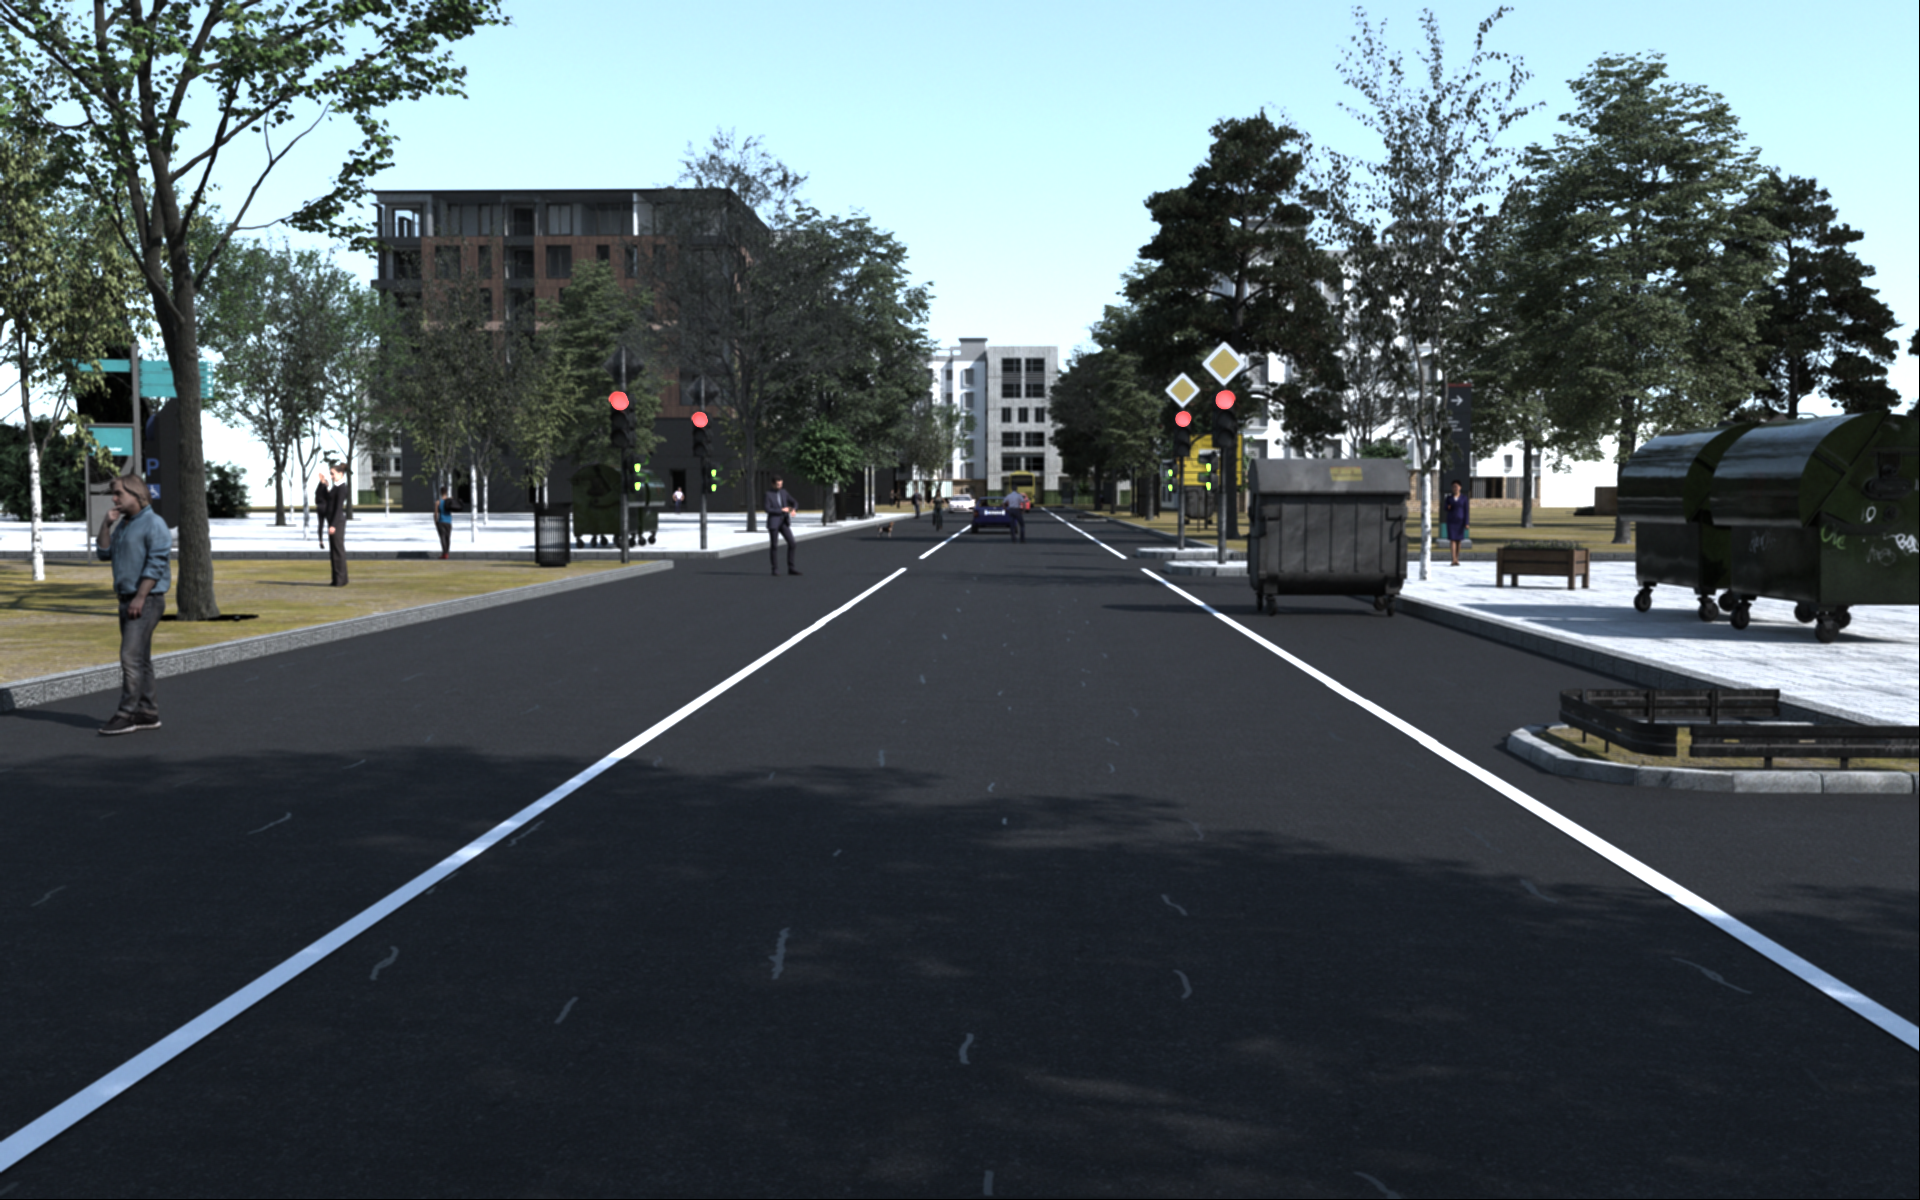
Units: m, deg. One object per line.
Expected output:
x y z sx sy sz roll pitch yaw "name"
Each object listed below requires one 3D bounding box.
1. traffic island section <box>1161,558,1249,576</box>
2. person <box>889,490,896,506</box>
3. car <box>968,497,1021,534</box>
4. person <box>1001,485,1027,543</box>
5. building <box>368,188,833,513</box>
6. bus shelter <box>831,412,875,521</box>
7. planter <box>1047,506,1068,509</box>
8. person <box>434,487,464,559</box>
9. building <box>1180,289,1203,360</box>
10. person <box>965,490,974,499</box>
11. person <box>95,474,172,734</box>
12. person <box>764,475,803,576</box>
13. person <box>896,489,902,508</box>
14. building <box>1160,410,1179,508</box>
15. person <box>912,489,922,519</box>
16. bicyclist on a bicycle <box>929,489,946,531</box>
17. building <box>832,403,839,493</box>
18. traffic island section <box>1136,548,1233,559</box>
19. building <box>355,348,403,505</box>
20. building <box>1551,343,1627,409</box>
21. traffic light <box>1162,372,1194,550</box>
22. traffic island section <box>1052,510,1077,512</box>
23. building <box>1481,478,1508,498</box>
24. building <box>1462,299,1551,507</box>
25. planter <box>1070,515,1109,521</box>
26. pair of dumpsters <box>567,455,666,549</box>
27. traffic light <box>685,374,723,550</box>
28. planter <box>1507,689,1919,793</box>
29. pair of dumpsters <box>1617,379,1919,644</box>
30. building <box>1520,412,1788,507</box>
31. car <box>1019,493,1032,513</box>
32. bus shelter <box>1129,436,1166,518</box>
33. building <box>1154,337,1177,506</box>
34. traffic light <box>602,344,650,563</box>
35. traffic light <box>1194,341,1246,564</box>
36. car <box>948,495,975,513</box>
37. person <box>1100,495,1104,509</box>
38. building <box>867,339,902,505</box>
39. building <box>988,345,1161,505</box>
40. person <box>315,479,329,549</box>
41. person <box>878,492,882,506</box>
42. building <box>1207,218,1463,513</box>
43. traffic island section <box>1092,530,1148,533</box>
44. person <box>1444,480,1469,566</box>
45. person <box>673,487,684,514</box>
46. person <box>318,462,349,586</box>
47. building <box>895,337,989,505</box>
4.813 -0.576 31.701 2.009 0.180 2.903 0 4 2 "traffic island section"
-7.064 -10.796 183.083 0.750 1.759 0.617 -2 4 -32 "person"
1.269 -3.133 63.802 1.945 1.354 3.894 0 4 1 "car"
1.629 -2.524 50.704 0.756 1.711 0.436 2 4 30 "person"
-25.241 -17.651 132.571 27.936 21.610 32.646 0 4 2 "building"
-5.515 -6.690 87.005 2.179 5.291 8.768 0 4 2 "bus shelter"
9.527 -9.090 169.766 1.991 0.319 1.994 0 4 2 "planter"
-11.313 -1.703 38.216 0.662 1.594 0.647 3 5 42 "person"
26.041 -17.136 136.590 16.016 20.091 11.380 0 4 2 "building"
0.782 -10.299 176.885 1.348 1.824 0.705 0 4 1 "person"
-4.982 0.015 10.468 0.429 1.552 0.499 -1 4 -23 "person"
-3.088 -1.316 30.462 0.683 1.767 0.568 -3 5 -41 "person"
-5.454 -9.120 155.870 0.721 1.735 1.217 1 4 20 "person"
23.809 -13.135 156.908 9.099 9.664 28.070 0 4 2 "building"
-2.559 -5.625 101.289 0.431 1.722 0.655 -3 4 -38 "person"
-0.856 -3.491 67.091 1.499 1.676 1.625 0 4 1 "bicyclist on a bicycle"
-15.872 -19.506 175.339 11.380 20.091 16.016 0 4 2 "building"
5.085 -1.064 39.681 2.009 0.180 2.903 0 4 2 "traffic island section"
-56.913 -21.437 216.949 31.486 18.905 16.747 0 4 2 "building"
73.581 -21.769 212.349 11.380 20.091 16.016 0 4 2 "building"
5.046 -3.078 39.570 0.839 4.213 0.868 0 4 2 "traffic light"
8.591 -7.314 142.455 1.991 0.108 1.994 0 4 2 "traffic island section"
51.684 -22.900 218.397 32.646 21.610 27.936 0 4 2 "building"
50.598 -19.395 173.527 11.380 20.091 16.016 0 4 2 "building"
6.866 -4.336 92.031 1.991 0.319 1.994 0 4 2 "planter"
-8.361 -2.430 42.229 1.574 2.255 4.436 0 4 2 "pair of dumpsters"
-5.910 -3.100 39.927 0.839 4.213 0.868 0 4 2 "traffic light"
4.049 0.725 9.291 1.991 0.319 1.994 0 4 2 "planter"
7.907 -0.874 16.777 1.574 2.255 4.436 0 4 2 "pair of dumpsters"
70.772 -14.376 177.193 28.070 9.664 9.099 0 4 2 "building"
4.323 -7.402 130.067 2.155 1.783 4.494 0 4 1 "car"
10.418 -7.255 96.248 2.179 5.291 8.768 0 4 2 "bus shelter"
28.027 -19.570 176.386 16.016 20.091 11.380 0 4 2 "building"
-6.182 -2.612 31.946 0.839 4.213 0.868 0 4 2 "traffic light"
4.773 -2.590 31.589 0.839 4.213 0.868 0 4 2 "traffic light"
0.134 -7.212 130.281 2.083 1.381 4.827 0 4 3 "car"
12.049 -8.526 148.681 0.697 1.427 0.421 1 4 13 "person"
-23.885 -23.124 222.053 32.646 21.610 27.936 0 4 2 "building"
19.313 -21.265 214.135 31.486 18.905 16.747 0 4 2 "building"
-14.773 -2.017 40.492 0.593 1.643 0.415 -1 4 -16 "person"
-9.076 -11.377 195.983 0.415 1.643 0.593 -1 4 -18 "person"
26.305 -16.392 124.422 16.016 20.091 11.380 0 4 2 "building"
5.914 -2.536 64.332 1.991 0.108 1.994 0 4 2 "traffic island section"
8.852 -1.373 30.860 0.453 1.535 0.546 0 4 -1 "person"
-18.174 -6.421 111.962 0.756 1.711 0.436 -2 4 -28 "person"
-8.811 -1.062 24.204 0.742 1.727 0.445 2 4 30 "person"
-2.087 -21.958 215.436 11.380 20.091 16.016 0 4 2 "building"
